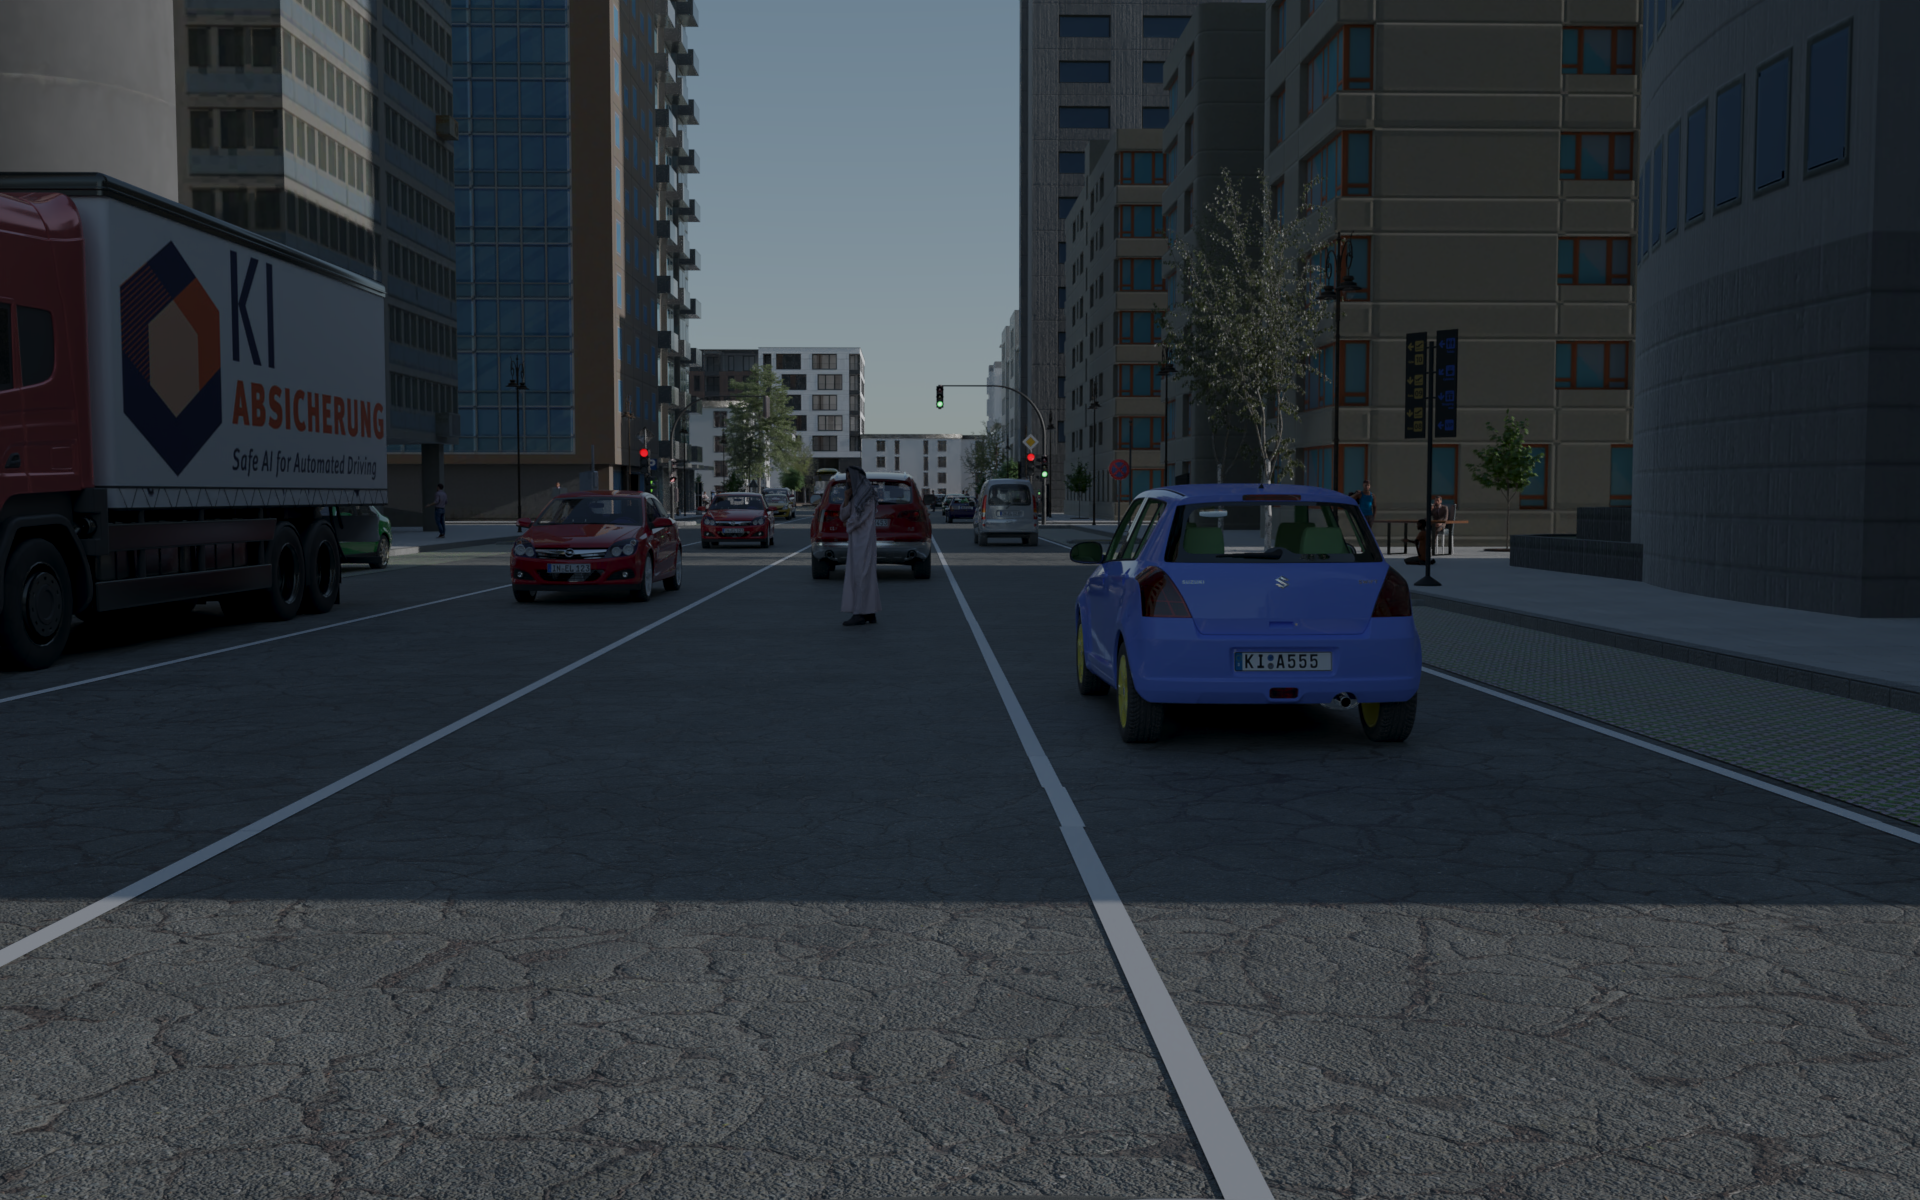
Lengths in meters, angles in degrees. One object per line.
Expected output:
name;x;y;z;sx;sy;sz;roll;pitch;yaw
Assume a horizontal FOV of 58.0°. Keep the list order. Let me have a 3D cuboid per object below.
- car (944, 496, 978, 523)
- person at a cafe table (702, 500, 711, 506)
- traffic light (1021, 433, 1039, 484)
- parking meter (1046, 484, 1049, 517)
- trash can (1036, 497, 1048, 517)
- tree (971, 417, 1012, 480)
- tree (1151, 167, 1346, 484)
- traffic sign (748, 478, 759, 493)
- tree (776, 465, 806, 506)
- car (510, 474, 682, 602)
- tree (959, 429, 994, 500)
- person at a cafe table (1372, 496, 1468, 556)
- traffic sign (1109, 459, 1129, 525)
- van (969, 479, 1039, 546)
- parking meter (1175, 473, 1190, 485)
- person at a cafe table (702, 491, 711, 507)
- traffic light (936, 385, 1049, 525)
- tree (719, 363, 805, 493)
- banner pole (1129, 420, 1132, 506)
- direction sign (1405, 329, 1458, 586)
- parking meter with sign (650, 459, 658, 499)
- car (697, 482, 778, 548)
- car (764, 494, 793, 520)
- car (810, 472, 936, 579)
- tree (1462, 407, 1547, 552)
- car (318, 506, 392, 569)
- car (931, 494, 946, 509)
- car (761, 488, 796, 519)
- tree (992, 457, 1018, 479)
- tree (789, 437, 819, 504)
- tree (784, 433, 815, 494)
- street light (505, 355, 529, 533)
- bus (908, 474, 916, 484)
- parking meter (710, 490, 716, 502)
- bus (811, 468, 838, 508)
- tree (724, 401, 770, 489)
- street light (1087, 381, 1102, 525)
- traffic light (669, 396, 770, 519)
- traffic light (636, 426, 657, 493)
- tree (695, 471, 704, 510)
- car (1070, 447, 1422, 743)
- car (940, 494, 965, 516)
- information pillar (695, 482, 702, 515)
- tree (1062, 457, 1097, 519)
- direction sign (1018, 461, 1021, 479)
car;0.177;-4.522;86.522;1.945;1.354;3.894;0;4;-3
person at a cafe table;-21.544;-8.569;150.968;1.726;1.238;1.698;0;4;3
traffic light;3.247;-5.586;80.249;0.839;4.253;0.868;0;4;-2
parking meter;4.856;-5.663;98.305;0.399;1.863;0.255;2;4;24
trash can;4.598;-5.222;97.038;0.748;1.137;0.748;0;3;0
tree;2.999;-13.168;165.665;4.737;8.622;4.395;0;3;0
tree;6.686;-5.381;38.348;4.360;8.622;3.978;0;3;0
traffic sign;-17.100;-8.772;143.427;0.884;2.594;0.081;0;4;6
tree;-18.849;-12.779;192.657;4.285;4.588;4.351;0;3;0
car;-5.045;-0.937;24.353;2.155;1.783;4.494;0;4;-1
tree;2.060;-14.851;193.182;4.360;8.622;3.978;0;3;0
person at a cafe table;9.927;-1.582;36.732;1.698;1.238;1.726;3;5;43
traffic sign;5.780;-3.842;62.925;0.768;2.556;0.104;0;4;6
van;1.272;-2.568;49.002;2.013;2.044;4.112;0;4;-2
parking meter;6.151;-2.591;48.071;0.399;1.863;0.255;1;4;23
person at a cafe table;-22.377;-8.864;153.436;1.622;1.524;1.698;2;4;32
traffic light;1.382;-5.957;72.068;4.771;5.953;1.251;0;4;-2
tree;-17.211;-14.204;150.366;7.486;12.596;7.792;0;3;0
banner pole;5.768;-4.194;58.582;0.401;3.779;0.863;0;4;8
direction sign;6.552;-1.967;24.157;0.379;3.537;0.876;-3;4;-36
parking meter with sign;-15.295;-5.515;86.436;0.543;3.016;1.738;0;4;-3
car;-6.020;-2.330;47.141;2.155;1.783;4.494;0;4;-3
car;-10.231;-5.247;96.012;2.015;1.641;3.980;0;4;-3
car;-1.557;-1.350;30.748;2.281;1.827;5.304;0;4;-2
tree;12.312;-2.708;38.885;1.663;3.219;1.824;0;3;0
car;-11.857;-1.397;31.641;1.959;1.807;4.718;0;3;0
car;-1.962;-9.668;167.865;2.009;1.686;4.222;0;4;-1
car;-10.886;-5.738;102.488;2.281;1.827;5.304;0;4;0
tree;4.487;-10.151;149.690;4.285;4.588;4.351;0;3;0
tree;-19.331;-16.202;215.260;4.360;8.622;3.978;0;3;0
tree;-19.233;-15.361;201.517;4.737;8.622;4.395;0;3;0
street light;-14.708;-5.193;57.697;0.468;5.910;1.993;0;4;-2
bus;-5.703;-10.294;163.171;2.948;3.499;13.247;0;4;0
parking meter;-16.218;-6.452;113.894;0.372;1.533;0.369;0;3;0
bus;-12.829;-10.892;169.631;2.896;3.916;12.252;0;4;-2
tree;-17.072;-11.421;137.101;4.360;8.622;3.978;0;3;0
street light;5.513;-6.010;71.052;0.468;5.910;1.993;0;4;-2
traffic light;-11.159;-6.434;79.866;4.771;5.953;1.251;0;4;-2
traffic light;-13.024;-5.068;71.790;0.839;4.253;0.868;0;4;-2
tree;-21.722;-9.128;143.840;1.663;3.219;1.824;0;3;0
car;1.716;-0.103;11.281;1.945;1.707;3.694;0;4;-2
car;-0.297;-6.395;116.354;2.131;1.459;4.920;0;4;-1
information pillar;-16.055;-6.238;106.476;0.304;2.012;0.304;-3;5;-43
tree;6.183;-5.834;89.983;1.663;3.219;1.824;0;3;0
direction sign;4.124;-7.836;120.119;0.379;3.537;0.876;1;4;16
